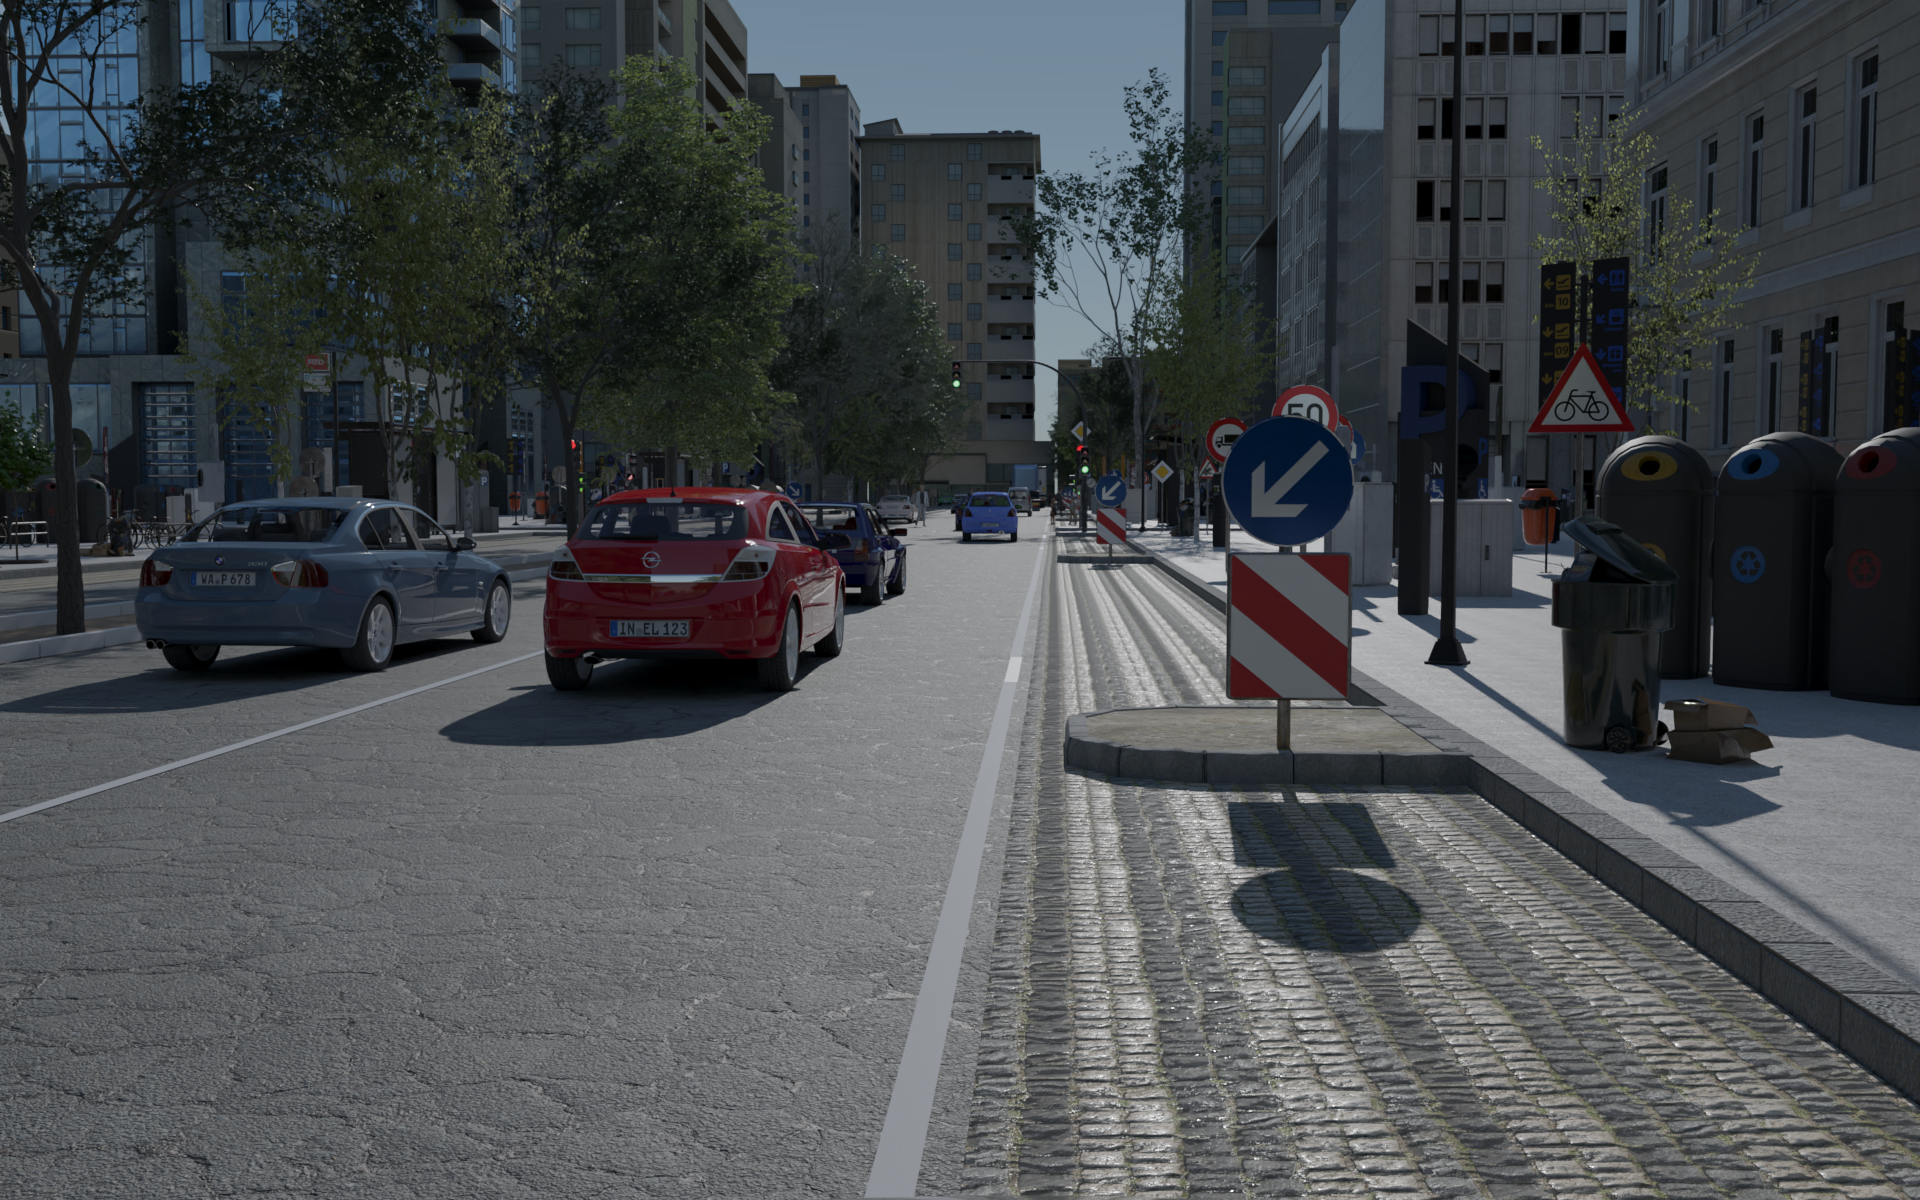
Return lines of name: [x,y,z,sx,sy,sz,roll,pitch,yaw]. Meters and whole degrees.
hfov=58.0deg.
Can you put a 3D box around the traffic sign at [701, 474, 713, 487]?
traffic sign: [-15.796,-6.597,107.975,0.768,2.556,0.104,0,4,7]

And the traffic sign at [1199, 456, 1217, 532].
traffic sign: [8.401,-3.596,58.801,0.884,2.594,0.081,1,4,10]

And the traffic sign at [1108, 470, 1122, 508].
traffic sign: [8.039,-5.487,89.821,0.768,2.556,0.104,1,4,11]

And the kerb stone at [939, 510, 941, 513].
kerb stone: [-1.740,-6.707,131.891,0.120,0.150,1.000,0,4,3]

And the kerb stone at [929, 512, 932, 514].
kerb stone: [-2.238,-6.143,122.673,0.120,0.150,1.000,0,4,3]

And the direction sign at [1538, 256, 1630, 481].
direction sign: [6.058,-1.523,16.902,0.876,3.537,0.379,3,5,45]

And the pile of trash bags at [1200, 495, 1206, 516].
pile of trash bags: [14.562,-5.578,100.958,3.447,1.369,1.912,-2,4,-27]

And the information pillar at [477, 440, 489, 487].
information pillar: [-20.566,-5.101,74.752,0.504,3.616,0.183,1,4,14]

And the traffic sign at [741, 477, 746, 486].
traffic sign: [-15.357,-7.619,124.684,0.768,2.556,0.104,0,4,4]

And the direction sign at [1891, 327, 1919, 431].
direction sign: [13.003,-1.948,23.843,0.876,3.537,0.379,-3,5,-41]

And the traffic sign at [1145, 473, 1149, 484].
traffic sign: [10.345,-6.016,98.468,0.768,2.556,0.104,1,4,9]

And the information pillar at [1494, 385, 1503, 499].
information pillar: [11.700,-2.832,37.653,0.183,3.616,0.504,1,4,10]

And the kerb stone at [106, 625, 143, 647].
kerb stone: [-8.013,0.338,16.662,0.120,0.150,1.000,0,4,3]

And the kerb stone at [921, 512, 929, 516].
kerb stone: [-2.411,-5.952,119.607,0.120,0.150,1.000,0,4,3]

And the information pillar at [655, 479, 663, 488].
information pillar: [-14.200,-4.732,81.859,0.304,2.012,0.304,-2,4,-26]

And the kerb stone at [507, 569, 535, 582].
kerb stone: [-7.348,-0.405,28.931,0.120,0.150,1.000,0,4,3]

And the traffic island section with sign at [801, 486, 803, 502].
traffic island section with sign: [-6.305,-3.604,67.058,2.006,1.907,1.989,0,4,3]

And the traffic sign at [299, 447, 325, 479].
traffic sign: [-17.493,-2.854,46.762,0.768,2.556,0.104,1,4,10]

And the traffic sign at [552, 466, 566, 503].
traffic sign: [-17.969,-4.754,77.839,0.768,2.556,0.104,0,4,5]

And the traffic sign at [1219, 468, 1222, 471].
traffic sign: [10.325,-3.976,67.134,0.606,2.300,0.079,0,4,4]

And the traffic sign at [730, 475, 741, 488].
traffic sign: [-14.774,-6.960,113.902,0.768,2.556,0.104,1,4,8]

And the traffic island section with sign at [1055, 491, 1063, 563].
traffic island section with sign: [3.039,-1.696,36.359,1.989,1.847,2.006,0,4,3]

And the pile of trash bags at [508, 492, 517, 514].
pile of trash bags: [-21.361,-4.796,88.174,3.447,1.369,1.912,1,4,12]

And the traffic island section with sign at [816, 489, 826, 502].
traffic island section with sign: [-9.680,-6.845,120.537,1.989,1.847,2.006,0,4,3]

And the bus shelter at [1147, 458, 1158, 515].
bus shelter: [10.987,-5.958,91.343,2.014,3.302,5.546,0,4,3]

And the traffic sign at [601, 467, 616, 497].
traffic sign: [-16.305,-4.906,80.315,0.768,2.556,0.104,1,4,12]

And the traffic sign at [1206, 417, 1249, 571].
traffic sign: [4.470,-1.758,28.857,0.768,2.556,0.104,0,4,5]

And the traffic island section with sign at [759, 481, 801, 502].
traffic island section with sign: [-6.717,-3.151,59.663,2.006,1.907,1.989,0,4,3]

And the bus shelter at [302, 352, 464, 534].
bus shelter: [-17.291,-4.519,51.521,2.179,5.291,8.768,0,4,3]

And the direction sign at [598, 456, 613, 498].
direction sign: [-20.864,-6.731,102.041,0.876,3.537,0.379,-2,4,-30]

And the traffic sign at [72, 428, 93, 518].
traffic sign: [-17.063,-2.035,33.381,0.768,2.556,0.104,1,4,10]

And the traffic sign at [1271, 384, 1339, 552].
traffic sign: [4.012,-1.229,20.204,0.768,2.556,0.104,1,4,10]

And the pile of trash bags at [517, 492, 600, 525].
pile of trash bags: [-16.737,-3.896,73.455,1.912,1.369,3.447,2,4,28]

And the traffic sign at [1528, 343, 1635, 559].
traffic sign: [5.360,-0.917,14.994,0.884,2.594,0.081,1,4,9]

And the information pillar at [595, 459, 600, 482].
information pillar: [-24.368,-7.676,116.850,0.504,3.616,0.183,-1,4,-22]

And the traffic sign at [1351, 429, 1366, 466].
traffic sign: [7.336,-2.015,33.059,0.768,2.556,0.104,1,4,11]

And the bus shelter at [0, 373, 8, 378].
bus shelter: [-19.668,-2.431,31.038,1.731,3.624,6.357,0,4,3]

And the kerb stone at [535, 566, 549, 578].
kerb stone: [-7.295,-0.470,29.956,0.120,0.150,1.000,0,4,3]

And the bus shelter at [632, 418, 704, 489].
bus shelter: [-14.823,-6.708,87.311,2.179,5.291,8.768,0,4,3]

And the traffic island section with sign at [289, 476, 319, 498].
traffic island section with sign: [-14.231,-1.736,37.008,1.989,1.847,2.006,0,4,3]

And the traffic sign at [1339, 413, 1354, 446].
traffic sign: [5.638,-1.620,26.594,0.768,2.556,0.104,1,4,12]

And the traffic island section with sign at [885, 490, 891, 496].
traffic island section with sign: [-7.014,-9.846,169.604,1.989,1.847,2.006,0,4,3]

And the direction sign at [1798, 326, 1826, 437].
direction sign: [11.714,-1.950,23.881,0.379,3.537,0.876,0,4,7]

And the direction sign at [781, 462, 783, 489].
direction sign: [-12.558,-7.967,122.254,0.379,3.537,0.876,0,4,-2]

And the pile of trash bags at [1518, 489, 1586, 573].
pile of trash bags: [10.855,-1.152,28.593,3.447,1.369,1.912,-1,4,-11]

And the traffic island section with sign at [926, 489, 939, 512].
traffic island section with sign: [-2.230,-8.193,142.087,2.006,1.907,1.989,0,4,3]

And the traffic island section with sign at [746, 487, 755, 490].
traffic island section with sign: [-11.230,-5.125,92.415,1.989,1.847,2.006,0,4,3]

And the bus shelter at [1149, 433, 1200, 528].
bus shelter: [8.580,-4.769,69.257,1.731,3.624,6.357,0,4,3]

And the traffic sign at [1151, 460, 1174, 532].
traffic sign: [6.890,-3.537,59.023,0.795,2.450,0.064,0,4,6]

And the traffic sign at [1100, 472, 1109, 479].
traffic sign: [8.381,-6.047,98.970,0.768,2.556,0.104,1,4,12]

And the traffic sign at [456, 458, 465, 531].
traffic sign: [-17.495,-3.682,60.309,0.768,2.556,0.104,0,4,4]

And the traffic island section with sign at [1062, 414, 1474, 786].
traffic island section with sign: [1.575,-0.050,9.444,1.989,1.847,2.006,0,4,3]

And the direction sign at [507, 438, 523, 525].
direction sign: [-18.180,-4.822,70.829,0.379,3.537,0.876,2,4,30]
